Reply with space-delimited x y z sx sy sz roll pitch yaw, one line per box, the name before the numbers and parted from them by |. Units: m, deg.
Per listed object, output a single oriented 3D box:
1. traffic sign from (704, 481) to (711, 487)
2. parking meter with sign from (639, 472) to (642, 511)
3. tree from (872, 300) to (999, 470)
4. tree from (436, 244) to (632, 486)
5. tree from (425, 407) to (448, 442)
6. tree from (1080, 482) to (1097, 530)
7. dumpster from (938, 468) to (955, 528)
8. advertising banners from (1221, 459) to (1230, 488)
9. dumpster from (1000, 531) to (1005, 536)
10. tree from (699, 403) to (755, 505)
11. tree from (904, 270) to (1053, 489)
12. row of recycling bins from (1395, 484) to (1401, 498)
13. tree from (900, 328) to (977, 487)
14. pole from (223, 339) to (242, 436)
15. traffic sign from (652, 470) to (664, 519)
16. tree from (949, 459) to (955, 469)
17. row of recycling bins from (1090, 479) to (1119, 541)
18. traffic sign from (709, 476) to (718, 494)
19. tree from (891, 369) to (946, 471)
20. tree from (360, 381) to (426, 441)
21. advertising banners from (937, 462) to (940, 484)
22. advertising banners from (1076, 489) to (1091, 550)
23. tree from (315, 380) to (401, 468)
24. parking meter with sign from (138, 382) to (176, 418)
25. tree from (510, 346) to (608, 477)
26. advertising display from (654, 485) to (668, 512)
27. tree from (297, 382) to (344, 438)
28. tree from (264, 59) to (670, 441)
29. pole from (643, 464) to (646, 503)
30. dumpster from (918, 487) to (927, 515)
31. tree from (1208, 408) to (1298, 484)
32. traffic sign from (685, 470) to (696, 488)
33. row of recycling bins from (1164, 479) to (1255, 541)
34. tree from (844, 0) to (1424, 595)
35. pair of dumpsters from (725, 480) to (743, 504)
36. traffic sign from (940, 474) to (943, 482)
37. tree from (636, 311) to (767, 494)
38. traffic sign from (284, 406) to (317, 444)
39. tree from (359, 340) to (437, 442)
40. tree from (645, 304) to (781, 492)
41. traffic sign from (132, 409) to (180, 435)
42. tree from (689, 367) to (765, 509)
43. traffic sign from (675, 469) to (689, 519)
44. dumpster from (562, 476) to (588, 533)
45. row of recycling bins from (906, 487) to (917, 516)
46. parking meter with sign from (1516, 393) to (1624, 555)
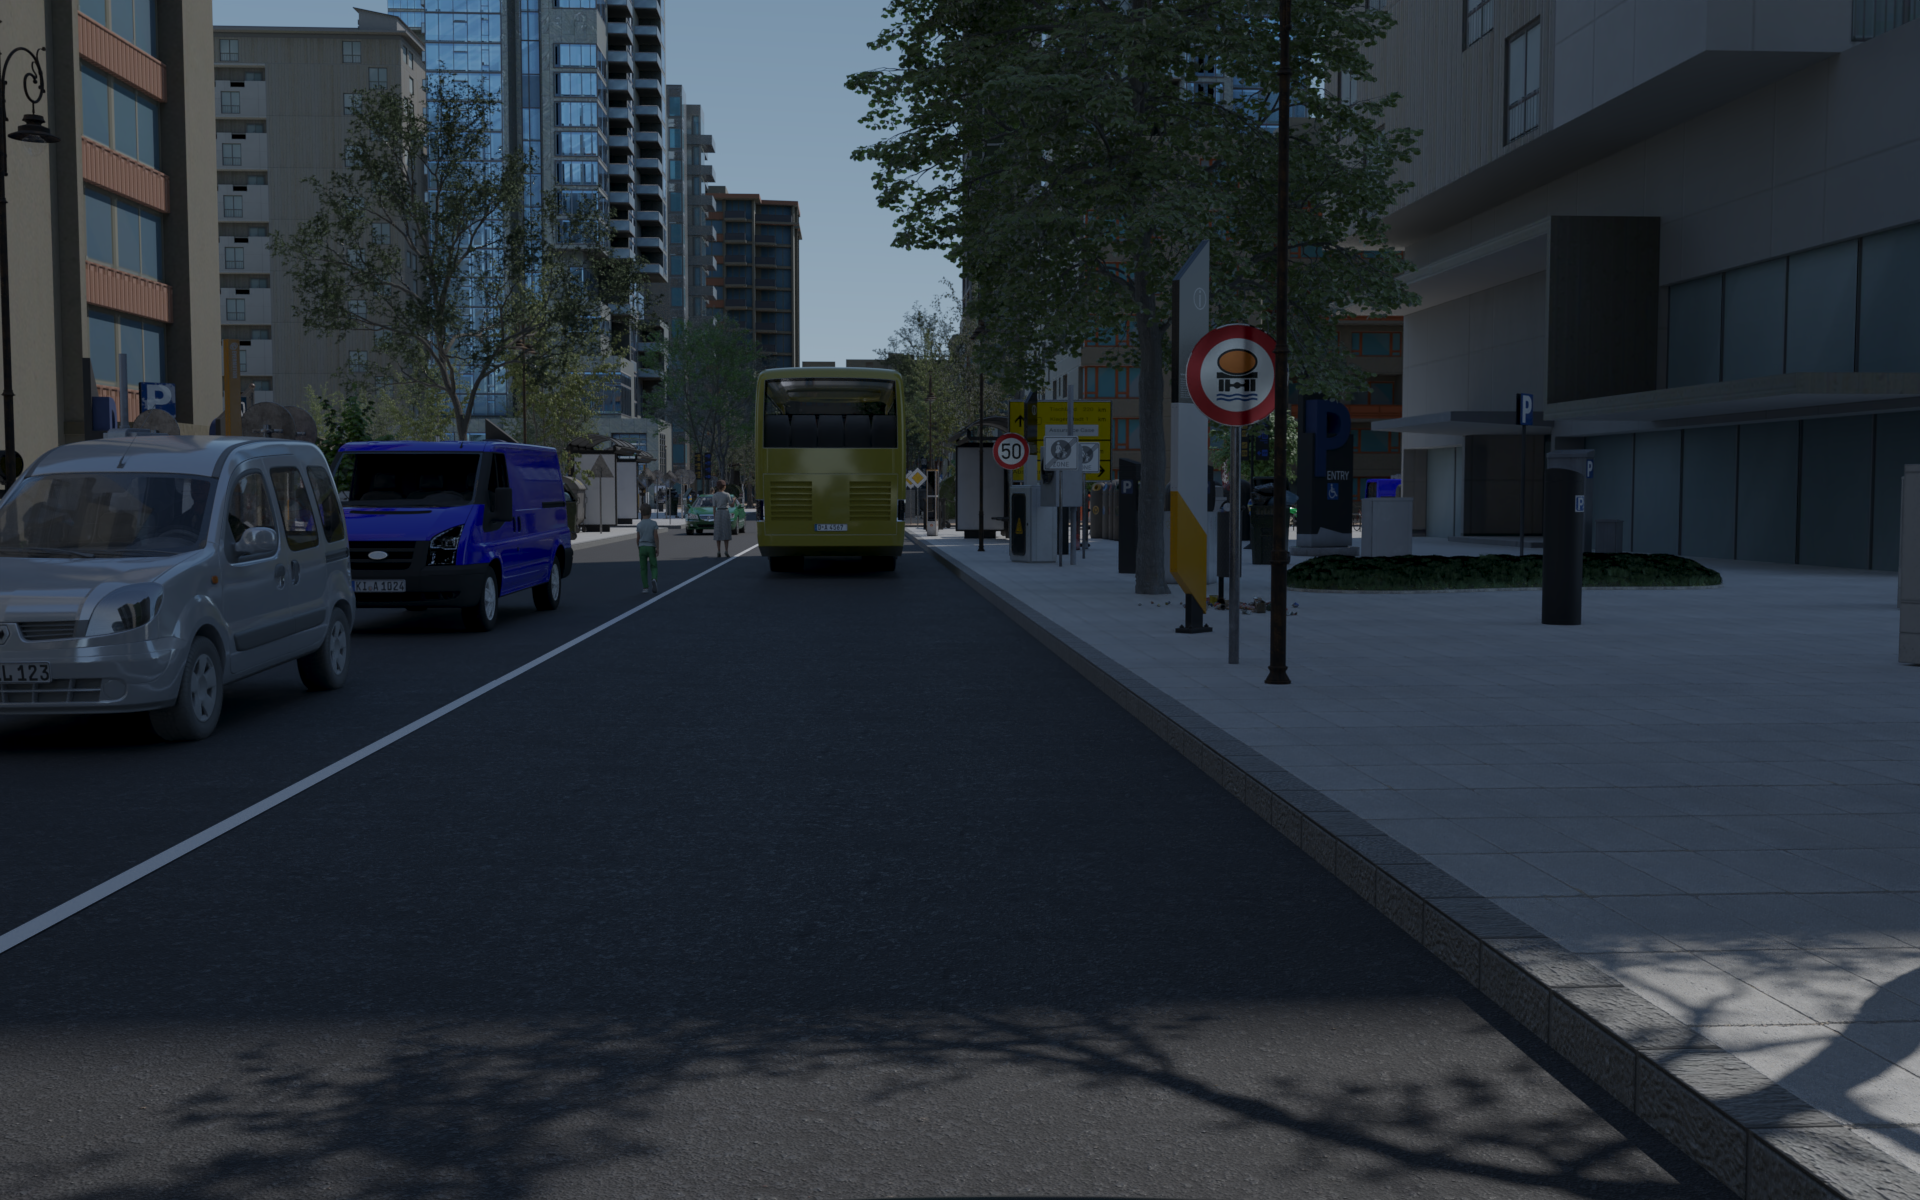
traffic sign | -17.872 -7.558 123.674 0.768 2.556 0.104 0 4 6
parking meter with sign | -25.049 -8.447 134.375 0.543 3.016 1.738 2 4 25
tree | -1.539 -9.154 84.074 7.601 10.594 8.767 -1 4 -22
tree | -12.084 -6.145 50.839 4.737 8.622 4.395 0 3 0
tree | -43.123 -11.506 138.477 4.360 8.622 3.978 0 3 0
tree | 4.435 -4.146 62.380 1.663 3.219 1.824 0 3 0
dumpster | -0.079 -3.839 65.259 1.502 2.255 1.985 0 4 -4
advertising banners | 12.007 -4.795 74.590 0.090 3.025 2.074 -3 5 -42
dumpster | 0.880 -2.818 51.826 1.264 1.857 1.865 0 4 -3
tree | -17.220 -10.827 127.380 4.360 8.622 3.978 0 3 0
tree | 0.630 -6.446 55.751 4.360 8.622 3.978 0 3 0
row of recycling bins | 16.717 -3.412 62.901 1.069 1.692 3.534 3 4 36
tree | -0.947 -7.698 76.219 4.737 8.622 4.395 0 3 0
pole | -9.595 -1.778 22.906 0.158 3.312 0.155 0 3 0
traffic sign | -15.889 -5.551 90.864 0.768 2.556 0.104 0 4 1
tree | 0.729 -8.876 128.833 4.285 4.588 4.351 0 3 0
row of recycling bins | 4.462 -2.539 48.629 1.069 1.692 3.534 -1 4 -9
traffic sign | -17.321 -7.421 121.433 0.768 2.556 0.104 0 4 6
tree | -4.739 -13.090 139.782 9.928 11.665 9.643 0 3 0
tree | -36.327 -9.653 108.192 4.360 8.622 3.978 0 3 0
advertising banners | -1.006 -5.891 92.509 0.090 3.025 2.074 -1 4 -10
advertising banners | 2.683 -2.653 39.556 0.090 3.025 2.074 1 4 19
tree | -10.290 -2.136 29.526 1.663 3.219 1.824 0 3 0
parking meter with sign | -13.200 -1.921 27.671 1.738 3.016 0.543 3 4 38
tree | -19.258 -8.179 84.089 4.360 8.622 3.978 0 3 0
advertising display | -21.437 -7.274 124.137 0.974 1.923 0.123 0 4 -7
tree | -42.251 -9.949 113.022 4.737 8.622 4.395 0 3 0
tree | -10.433 -6.259 36.754 8.767 10.594 7.601 -1 4 -14
pole | -21.582 -7.625 118.518 0.158 3.312 0.155 0 3 0
dumpster | -1.955 -6.121 105.832 1.264 1.857 1.865 0 4 -3
tree | 9.757 -4.397 55.608 4.285 4.588 4.351 0 3 0
traffic sign | -14.300 -5.572 91.202 0.768 2.556 0.104 0 4 2
row of recycling bins | 7.274 -2.499 47.967 3.534 1.692 1.069 2 4 32
tree | 2.042 -6.351 21.970 7.486 12.596 7.792 0 3 0
pair of dumpsters | -16.133 -7.292 121.711 1.574 2.255 4.437 0 4 -3
traffic sign | -1.337 -6.560 107.357 0.768 2.556 0.104 0 4 -3
tree | -14.651 -10.624 99.453 9.928 11.665 9.643 0 3 0
traffic sign | -9.661 -1.524 25.018 0.768 2.556 0.104 0 4 1
tree | -23.873 -7.814 78.128 4.737 8.622 4.395 0 3 0
tree | -15.372 -12.301 111.483 12.009 13.543 11.850 0 3 0
traffic sign | -12.015 -1.576 25.874 0.768 2.556 0.104 0 4 5
tree | -18.588 -14.404 152.507 9.611 12.733 9.660 0 3 0
traffic sign | -14.131 -5.376 88.010 0.768 2.556 0.104 0 4 -3
dumpster | -13.009 -3.133 56.985 1.264 1.857 1.865 0 4 -4
row of recycling bins | -3.136 -5.910 103.734 1.069 1.692 3.534 0 4 -5
parking meter with sign | 10.431 -2.039 29.605 1.738 3.016 0.543 3 5 40
